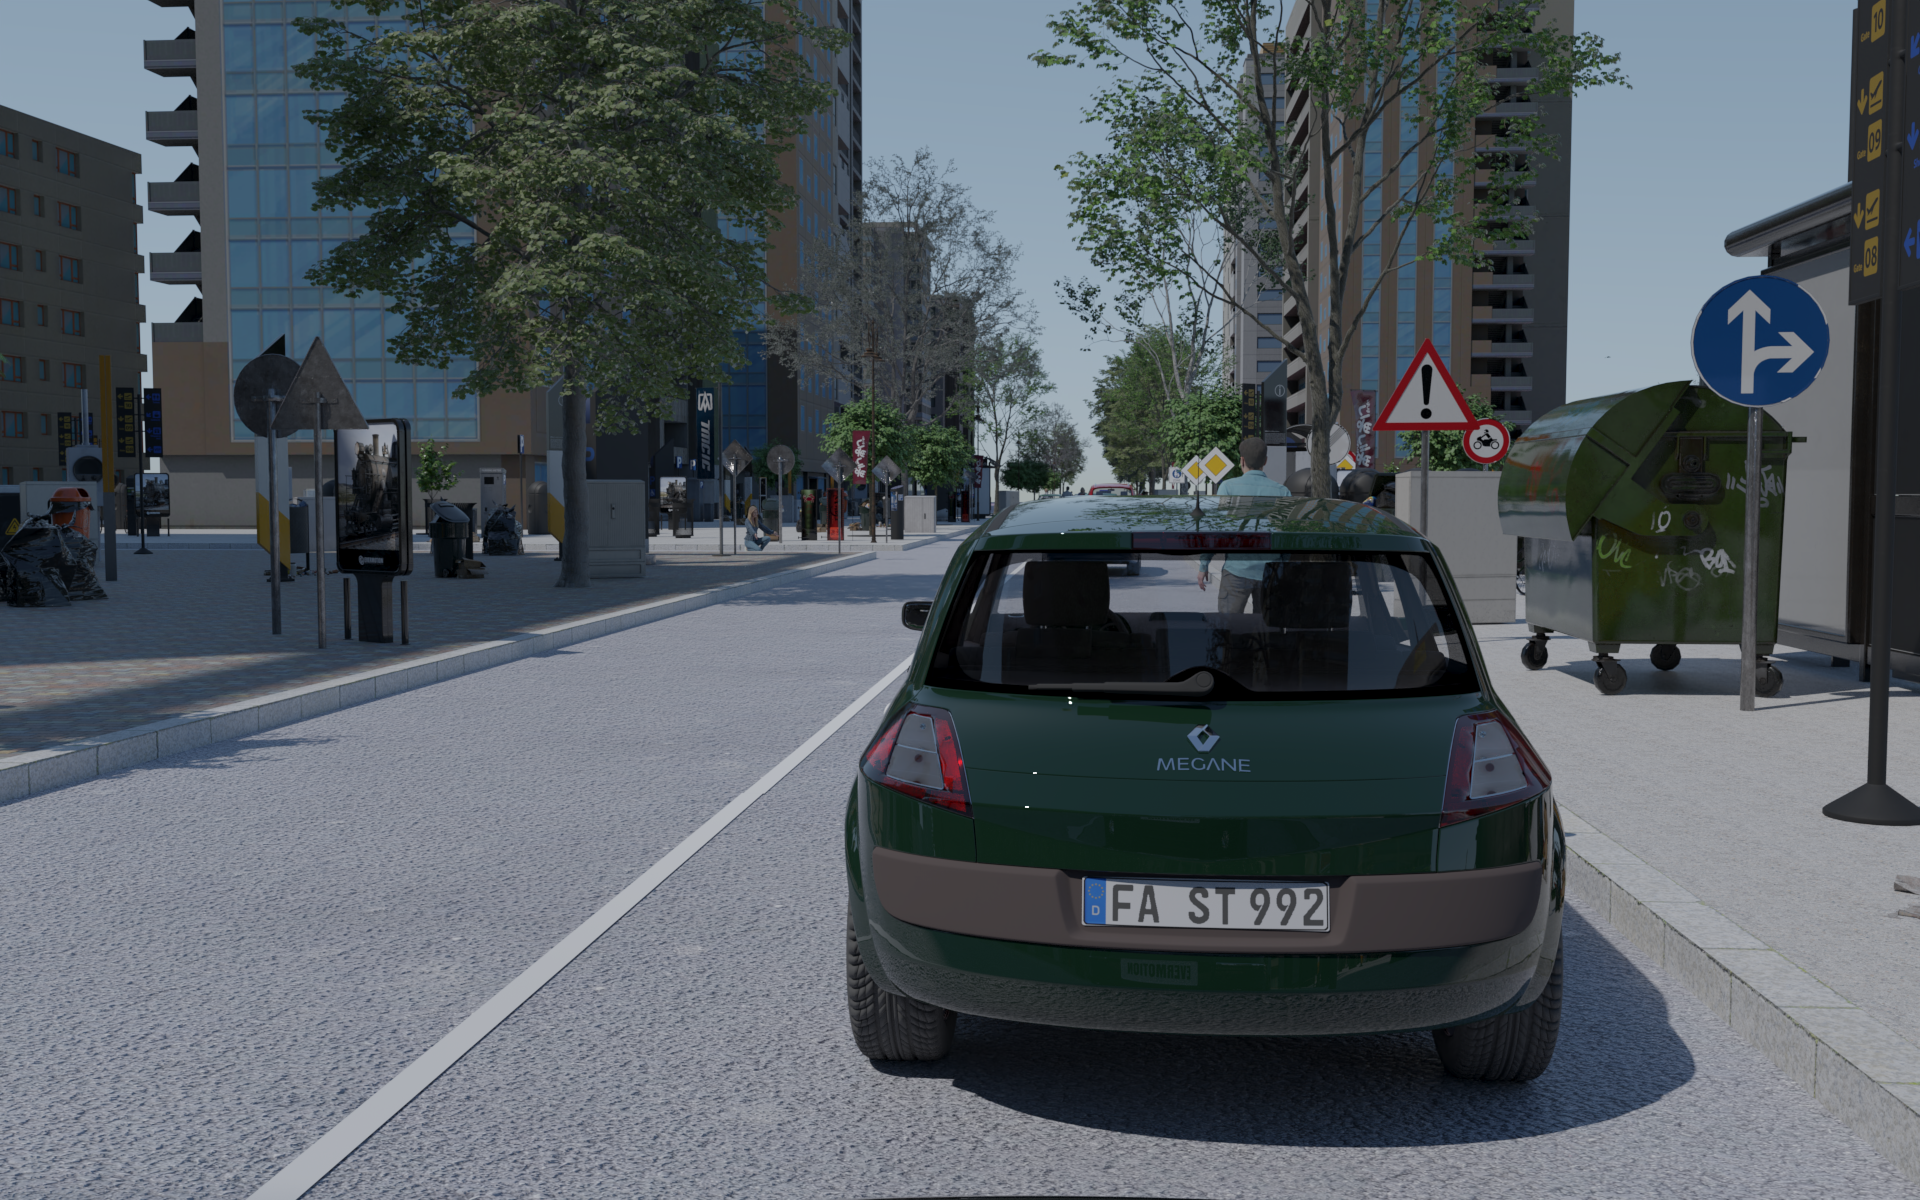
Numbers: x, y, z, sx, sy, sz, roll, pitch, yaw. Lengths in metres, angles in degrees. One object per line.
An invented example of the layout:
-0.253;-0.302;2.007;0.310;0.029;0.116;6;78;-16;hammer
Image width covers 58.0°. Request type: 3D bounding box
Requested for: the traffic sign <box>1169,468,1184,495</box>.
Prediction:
8.333;-3.942;66.586;0.606;2.300;0.079;1;4;11;traffic sign

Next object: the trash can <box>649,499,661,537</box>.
-9.297;-2.457;51.833;0.748;1.137;0.748;0;3;0;trash can

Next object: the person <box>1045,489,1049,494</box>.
5.699;-6.413;113.575;0.641;1.798;0.478;-1;4;-13;person

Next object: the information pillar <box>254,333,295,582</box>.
-9.990;-2.068;25.168;0.183;3.616;0.504;3;4;39;information pillar

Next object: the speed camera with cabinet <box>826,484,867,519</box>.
-5.821;-5.785;88.922;2.038;3.252;0.660;-1;4;-22;speed camera with cabinet

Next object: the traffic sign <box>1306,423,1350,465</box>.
6.507;-1.869;30.671;0.768;2.556;0.104;0;4;7;traffic sign

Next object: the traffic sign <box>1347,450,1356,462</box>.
10.835;-2.990;48.991;0.768;2.556;0.104;1;4;9;traffic sign

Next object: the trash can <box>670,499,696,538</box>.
-8.053;-2.367;50.350;0.748;1.137;0.748;0;3;0;trash can

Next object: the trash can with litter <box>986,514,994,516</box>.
1.567;-5.457;100.274;1.678;1.210;2.233;0;4;3;trash can with litter

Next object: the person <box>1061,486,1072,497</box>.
5.493;-4.947;89.230;0.661;1.843;0.795;1;4;19;person

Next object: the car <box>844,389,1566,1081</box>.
0.730;0.250;5.697;2.009;1.686;4.222;0;4;6;car

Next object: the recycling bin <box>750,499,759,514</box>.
-9.354;-4.185;80.981;0.722;1.027;0.722;1;4;10;recycling bin

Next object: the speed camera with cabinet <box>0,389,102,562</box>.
-17.010;-2.319;32.254;2.038;3.252;0.660;-2;4;-32;speed camera with cabinet

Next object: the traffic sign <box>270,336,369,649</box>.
-5.298;-0.875;14.315;0.884;2.594;0.081;1;4;10;traffic sign

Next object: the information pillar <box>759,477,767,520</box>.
-8.635;-4.362;75.805;0.304;2.012;0.304;-1;4;-16;information pillar

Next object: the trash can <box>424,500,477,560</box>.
-8.307;-1.027;28.437;0.748;1.137;0.748;0;3;0;trash can

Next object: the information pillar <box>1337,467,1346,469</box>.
10.263;-2.603;47.055;0.304;2.012;0.304;2;4;33;information pillar

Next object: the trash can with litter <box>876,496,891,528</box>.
-3.011;-3.423;67.030;1.678;1.210;2.233;0;4;7;trash can with litter

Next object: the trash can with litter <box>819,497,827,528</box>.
-4.947;-3.325;65.758;0.624;1.170;1.055;-2;4;-25;trash can with litter

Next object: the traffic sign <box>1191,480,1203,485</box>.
13.060;-5.845;95.679;0.768;2.556;0.104;0;4;8;traffic sign

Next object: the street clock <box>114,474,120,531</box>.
-29.564;-3.415;60.400;0.471;2.002;0.358;-1;4;-13;street clock

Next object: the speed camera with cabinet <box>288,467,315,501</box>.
-21.309;-3.781;56.156;2.038;3.252;0.660;-2;4;-27;speed camera with cabinet

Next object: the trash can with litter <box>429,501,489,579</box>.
-7.648;-0.929;26.578;1.055;1.170;0.624;2;4;35;trash can with litter

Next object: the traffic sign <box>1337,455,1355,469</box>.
10.786;-2.899;48.579;0.795;2.450;0.064;1;4;10;traffic sign

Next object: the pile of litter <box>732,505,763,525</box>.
-8.858;-3.543;71.890;1.176;0.858;1.719;3;4;37;pile of litter

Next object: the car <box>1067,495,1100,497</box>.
2.458;-1.213;31.835;2.014;1.417;4.499;0;4;6;car

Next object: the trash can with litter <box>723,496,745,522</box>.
-10.638;-4.250;80.874;1.055;1.170;0.624;-2;4;-32;trash can with litter

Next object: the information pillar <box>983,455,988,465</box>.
1.446;-6.936;104.762;0.504;3.616;0.183;0;4;8;information pillar

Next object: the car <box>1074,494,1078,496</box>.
14.755;-12.378;214.379;2.014;1.417;4.499;0;4;4;car

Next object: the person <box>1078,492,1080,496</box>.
10.073;-8.266;143.513;0.709;1.838;0.599;1;4;20;person

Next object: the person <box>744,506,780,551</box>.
-4.639;-1.607;40.270;0.738;1.151;1.012;3;4;38;person

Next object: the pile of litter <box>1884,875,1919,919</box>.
3.744;0.533;5.248;1.719;0.858;1.176;2;4;23;pile of litter

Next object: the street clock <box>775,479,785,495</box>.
-8.459;-4.690;81.253;0.471;2.002;0.358;3;5;42;street clock

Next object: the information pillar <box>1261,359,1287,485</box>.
5.442;-2.364;30.005;0.504;3.616;0.183;-1;4;-23;information pillar

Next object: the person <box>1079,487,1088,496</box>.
6.510;-5.052;91.289;0.537;1.800;0.526;0;4;8;person

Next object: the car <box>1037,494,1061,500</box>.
5.189;-5.364;99.493;2.131;1.459;4.920;0;4;4;car

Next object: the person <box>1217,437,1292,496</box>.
1.980;-0.202;11.816;0.660;1.820;0.620;-1;4;-13;person

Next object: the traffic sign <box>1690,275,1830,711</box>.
4.665;-0.616;10.186;0.768;2.556;0.104;1;4;8;traffic sign

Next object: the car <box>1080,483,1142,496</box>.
5.384;-3.237;61.599;2.281;1.827;5.304;0;4;4;car

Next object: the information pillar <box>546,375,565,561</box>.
-7.662;-2.554;33.115;0.183;3.616;0.504;3;5;42;information pillar

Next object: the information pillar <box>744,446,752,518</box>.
-10.253;-5.654;83.793;0.183;3.616;0.504;-3;5;-44;information pillar

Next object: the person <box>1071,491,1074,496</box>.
11.788;-10.549;181.699;0.721;1.743;1.217;3;5;44;person

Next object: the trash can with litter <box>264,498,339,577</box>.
-10.298;-1.025;27.821;1.678;1.210;2.233;2;4;25;trash can with litter

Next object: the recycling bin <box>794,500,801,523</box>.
-7.377;-4.016;78.216;0.722;1.027;0.722;3;4;36;recycling bin

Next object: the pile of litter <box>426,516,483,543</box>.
-13.276;-1.958;45.978;1.719;0.858;1.176;1;4;17;pile of litter

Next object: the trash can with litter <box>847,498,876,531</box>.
-3.439;-2.982;60.147;1.055;1.170;0.624;2;4;29;trash can with litter

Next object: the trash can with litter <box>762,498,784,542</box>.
-5.049;-2.177;46.975;0.624;1.170;1.055;-1;4;-10;trash can with litter

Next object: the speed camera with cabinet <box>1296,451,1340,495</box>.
7.802;-2.540;35.860;2.038;3.252;0.660;-3;5;-40;speed camera with cabinet

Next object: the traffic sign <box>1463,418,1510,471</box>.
8.837;-1.776;29.149;0.768;2.556;0.104;1;4;11;traffic sign

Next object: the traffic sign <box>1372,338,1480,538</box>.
3.907;-0.891;14.574;0.884;2.594;0.081;0;4;6;traffic sign

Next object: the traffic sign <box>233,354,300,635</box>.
-6.255;-0.958;15.777;0.768;2.556;0.104;0;4;7;traffic sign

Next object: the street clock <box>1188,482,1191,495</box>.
12.872;-5.747;98.538;0.471;2.002;0.358;3;4;36;street clock

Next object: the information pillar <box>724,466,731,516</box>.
-13.642;-6.742;101.593;0.183;3.616;0.504;2;4;28;information pillar

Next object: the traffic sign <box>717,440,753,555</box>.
-4.765;-2.170;36.663;0.795;2.450;0.064;1;4;14;traffic sign

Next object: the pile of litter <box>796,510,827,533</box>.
-4.942;-2.706;58.201;1.176;0.858;1.719;1;4;21;pile of litter
